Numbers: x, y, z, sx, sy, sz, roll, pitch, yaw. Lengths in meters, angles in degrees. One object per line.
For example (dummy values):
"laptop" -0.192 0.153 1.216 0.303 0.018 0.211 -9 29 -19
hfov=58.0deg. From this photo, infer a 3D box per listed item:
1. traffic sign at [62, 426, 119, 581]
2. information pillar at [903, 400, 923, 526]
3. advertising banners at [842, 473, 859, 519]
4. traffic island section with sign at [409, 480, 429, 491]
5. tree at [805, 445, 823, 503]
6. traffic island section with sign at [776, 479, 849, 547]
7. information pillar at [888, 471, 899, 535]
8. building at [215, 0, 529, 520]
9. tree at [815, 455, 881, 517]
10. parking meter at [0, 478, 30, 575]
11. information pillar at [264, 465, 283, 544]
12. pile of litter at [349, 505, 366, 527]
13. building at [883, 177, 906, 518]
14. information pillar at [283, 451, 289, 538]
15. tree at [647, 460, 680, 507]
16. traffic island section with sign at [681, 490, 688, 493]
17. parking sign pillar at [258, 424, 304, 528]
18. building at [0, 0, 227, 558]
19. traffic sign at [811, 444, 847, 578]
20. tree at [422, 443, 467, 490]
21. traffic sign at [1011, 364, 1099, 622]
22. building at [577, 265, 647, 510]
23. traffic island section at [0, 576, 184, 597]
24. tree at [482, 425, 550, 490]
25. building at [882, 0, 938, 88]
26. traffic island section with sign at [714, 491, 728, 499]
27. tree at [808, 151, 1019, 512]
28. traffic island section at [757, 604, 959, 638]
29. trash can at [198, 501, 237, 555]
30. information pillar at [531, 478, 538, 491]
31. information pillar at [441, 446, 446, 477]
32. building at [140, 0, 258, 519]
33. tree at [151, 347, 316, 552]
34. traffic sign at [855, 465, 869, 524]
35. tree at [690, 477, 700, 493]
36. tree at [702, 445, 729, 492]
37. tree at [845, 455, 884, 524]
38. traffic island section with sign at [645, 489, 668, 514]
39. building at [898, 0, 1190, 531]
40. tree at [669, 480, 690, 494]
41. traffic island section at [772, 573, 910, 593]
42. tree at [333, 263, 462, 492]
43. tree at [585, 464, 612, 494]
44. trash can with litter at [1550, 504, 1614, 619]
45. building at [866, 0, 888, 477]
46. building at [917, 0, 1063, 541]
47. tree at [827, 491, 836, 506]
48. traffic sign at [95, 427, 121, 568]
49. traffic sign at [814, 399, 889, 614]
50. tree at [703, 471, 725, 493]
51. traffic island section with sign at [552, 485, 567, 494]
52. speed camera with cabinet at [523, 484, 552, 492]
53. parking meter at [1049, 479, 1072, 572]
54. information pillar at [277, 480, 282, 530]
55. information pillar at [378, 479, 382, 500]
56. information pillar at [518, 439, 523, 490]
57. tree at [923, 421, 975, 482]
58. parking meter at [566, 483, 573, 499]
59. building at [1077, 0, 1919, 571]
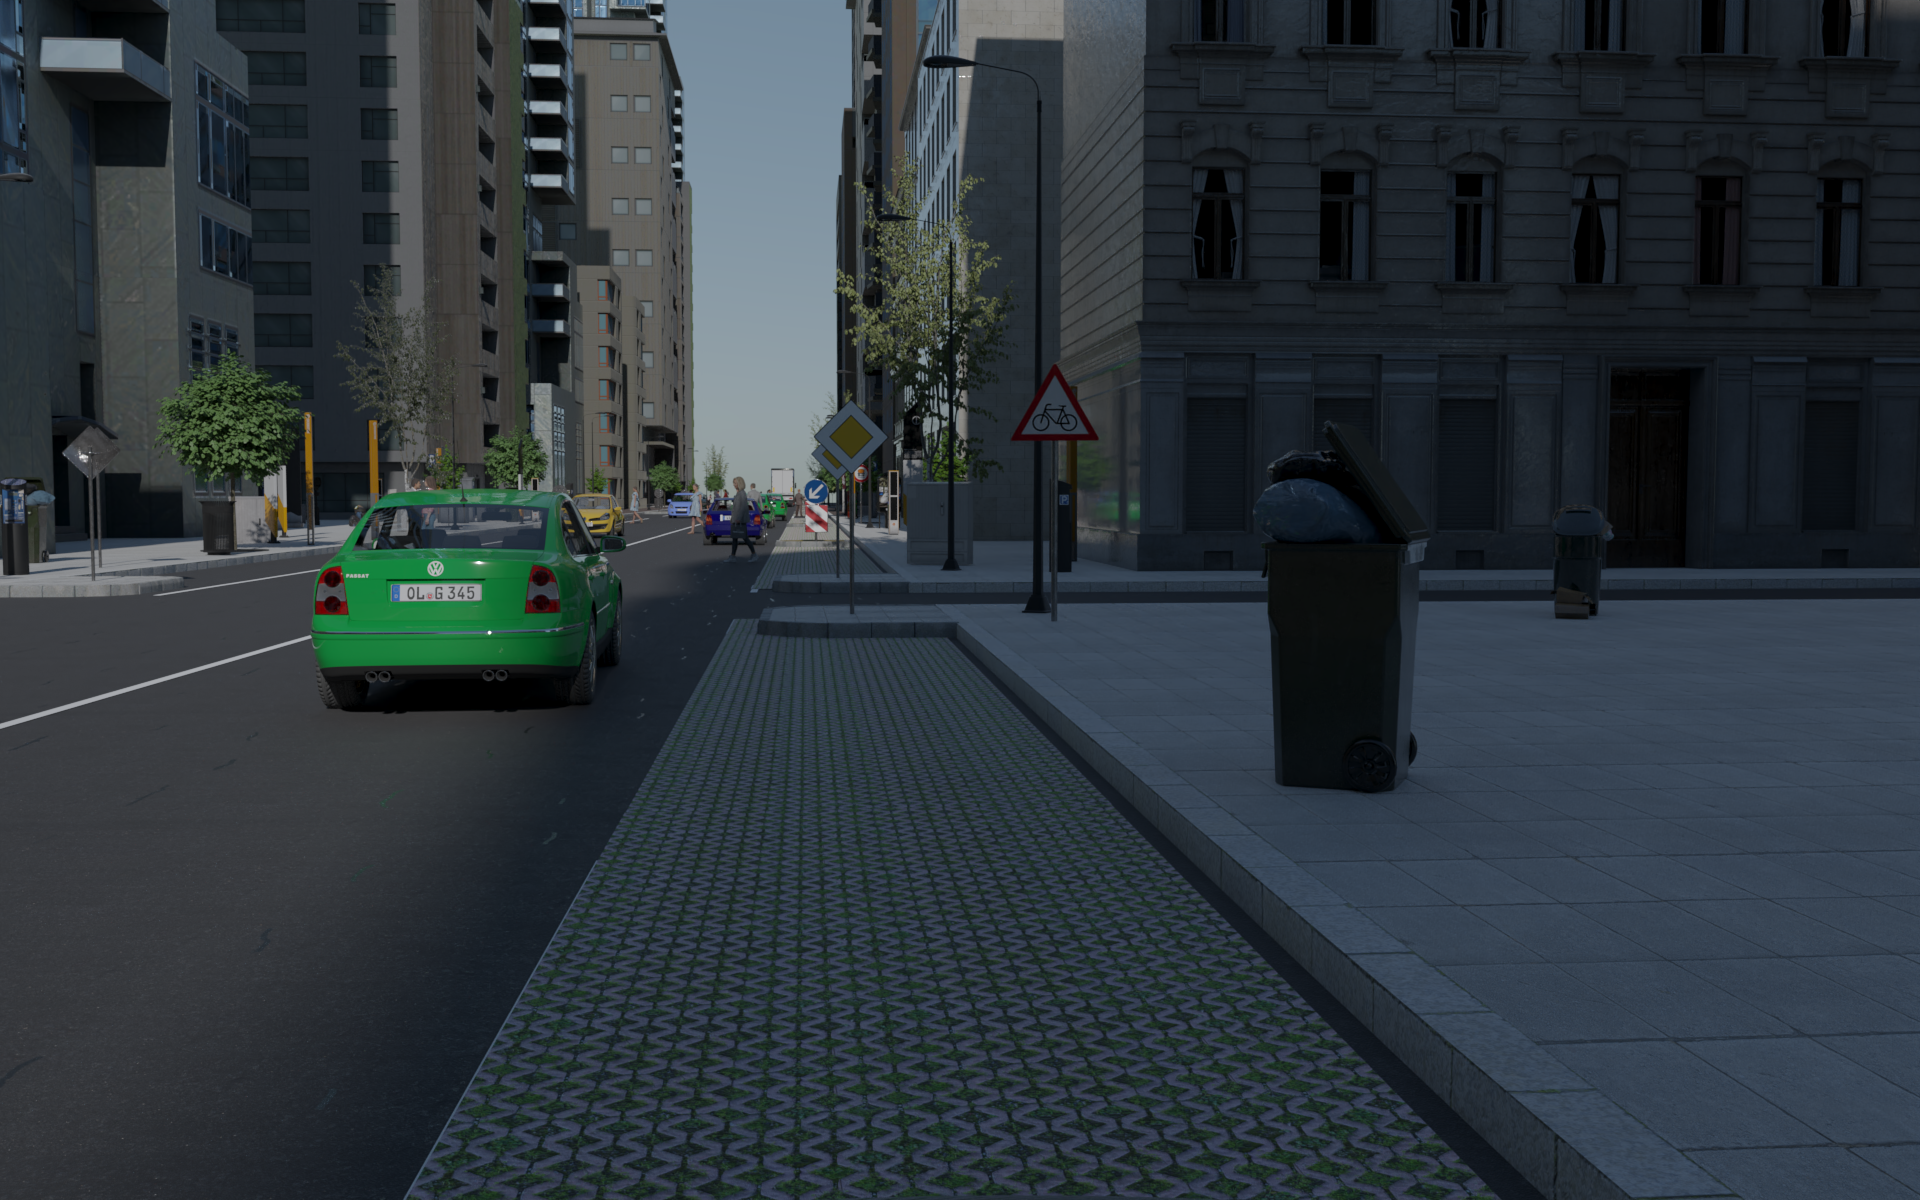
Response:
"traffic sign" -12.772 -1.335 25.471 0.795 2.450 0.064 0 4 -5
"information pillar" -1.126 -3.105 42.124 0.504 3.616 0.183 0 4 5
"advertising banners" -5.722 -5.727 89.821 0.090 3.025 2.074 -2 4 -27
"traffic island section with sign" -14.737 -2.357 47.168 1.989 1.847 2.006 0 4 -5
"tree" -20.441 -18.578 254.105 4.360 8.622 3.978 0 3 0
"traffic island section with sign" -4.048 -2.372 47.418 1.989 1.847 2.006 0 4 -5
"information pillar" -2.097 -3.053 54.411 0.304 2.012 0.304 -1 4 -10
"building" -31.114 -19.552 91.376 14.160 30.474 14.107 0 4 -5
"tree" -6.128 -6.991 98.015 4.285 4.588 4.351 0 3 0
"parking meter" -14.978 -1.164 27.443 0.372 1.533 0.369 0 3 0
"information pillar" -17.887 -3.277 44.932 0.504 3.616 0.183 3 4 38
"pile of litter" -23.560 -3.350 68.746 1.176 0.858 1.719 2 4 26
"building" 1.636 -13.932 92.415 10.561 19.102 19.286 0 4 -5
"information pillar" -19.947 -3.644 50.935 0.183 3.616 0.504 -3 5 -40
"tree" -28.756 -11.265 167.897 4.285 4.588 4.351 0 3 0
"traffic island section with sign" -24.129 -8.772 152.042 1.989 1.847 2.006 0 4 -5
"parking sign pillar" -25.759 -4.733 65.851 1.447 3.967 1.447 -1 4 -18
"building" -30.959 -44.393 38.501 22.319 86.520 31.000 0 4 -5
"traffic sign" -1.869 -1.393 26.423 0.795 2.450 0.064 0 4 -5
"tree" -19.795 -4.398 66.503 1.663 3.219 1.824 0 3 0
"traffic sign" 0.948 -1.063 17.382 0.884 2.594 0.081 0 4 0
"building" -41.554 -18.319 144.557 27.650 21.520 28.899 0 4 -5
"traffic island section" -12.795 -0.199 25.531 2.009 0.180 2.903 0 4 -5
"tree" -21.105 -6.047 82.576 4.285 4.588 4.351 0 3 0
"building" 2.156 -28.271 112.344 14.600 45.320 14.200 0 4 -5
"traffic island section with sign" -29.020 -12.118 206.757 1.989 1.847 2.006 0 4 -5
"tree" -0.635 -5.316 37.277 4.737 8.622 4.395 0 3 0
"traffic island section" -1.135 0.228 18.548 2.009 0.180 2.903 0 4 -5
"trash can" -15.603 -1.516 36.436 0.748 1.137 0.748 0 3 0
"information pillar" -19.643 -4.622 80.057 0.304 2.012 0.304 -1 4 -16
"information pillar" -25.176 -5.719 84.868 0.504 3.616 0.183 2 4 24
"building" -36.282 -48.952 113.031 22.319 86.520 31.000 0 4 -5
"tree" -16.230 -3.372 38.847 4.285 4.588 4.351 0 3 0
"traffic sign" -4.249 -4.547 74.448 0.768 2.556 0.104 0 4 -2
"tree" -29.776 -12.178 193.709 1.663 3.219 1.824 0 3 0
"tree" -35.377 -18.434 251.752 4.737 8.622 4.395 0 3 0
"tree" -3.971 -4.974 75.929 1.663 3.219 1.824 0 3 0
"traffic island section with sign" -21.722 -7.129 125.194 1.989 1.847 2.006 0 4 -5
"building" 2.762 -13.730 73.642 9.793 20.994 18.267 0 4 -5
"tree" -28.115 -10.833 171.724 1.663 3.219 1.824 0 3 0
"traffic island section" -1.846 -0.258 26.502 2.009 0.180 2.903 0 4 -5
"tree" -17.592 -6.395 54.914 4.360 8.622 3.978 0 3 0
"tree" -23.129 -7.070 110.191 1.663 3.219 1.824 0 3 0
"trash can with litter" 6.502 -0.411 18.110 0.624 1.170 1.055 1 4 20
"building" 4.075 -29.326 134.111 22.147 44.769 28.867 0 4 -5
"building" 4.389 -12.283 55.572 10.420 20.320 16.860 0 4 -5
"tree" -14.057 -11.959 190.122 1.663 3.219 1.824 0 3 0
"traffic sign" -14.953 -1.766 30.064 0.795 2.450 0.064 0 4 -1
"traffic sign" -1.158 -0.907 18.469 0.795 2.450 0.064 0 4 -5
"tree" -34.110 -15.670 239.925 4.285 4.588 4.351 0 3 0
"traffic island section with sign" -17.170 -4.017 74.305 1.989 1.847 2.006 0 4 -5
"speed camera with cabinet" -21.647 -5.824 89.563 0.660 3.252 2.038 3 4 36
"parking meter" 1.652 -1.226 28.457 0.372 1.533 0.369 0 3 0
"information pillar" -24.482 -3.531 62.226 0.304 2.012 0.304 -3 5 -40
"information pillar" -28.241 -4.874 84.175 0.304 2.012 0.304 -1 4 -22
"information pillar" -18.566 -5.008 73.239 0.183 3.616 0.504 0 4 -1
"tree" -0.298 -3.117 45.564 1.663 3.219 1.824 0 3 0
"parking meter" -20.524 -5.222 91.090 0.255 1.863 0.399 1 4 15
"building" 11.405 -11.276 33.515 18.267 20.994 9.793 0 4 -5
